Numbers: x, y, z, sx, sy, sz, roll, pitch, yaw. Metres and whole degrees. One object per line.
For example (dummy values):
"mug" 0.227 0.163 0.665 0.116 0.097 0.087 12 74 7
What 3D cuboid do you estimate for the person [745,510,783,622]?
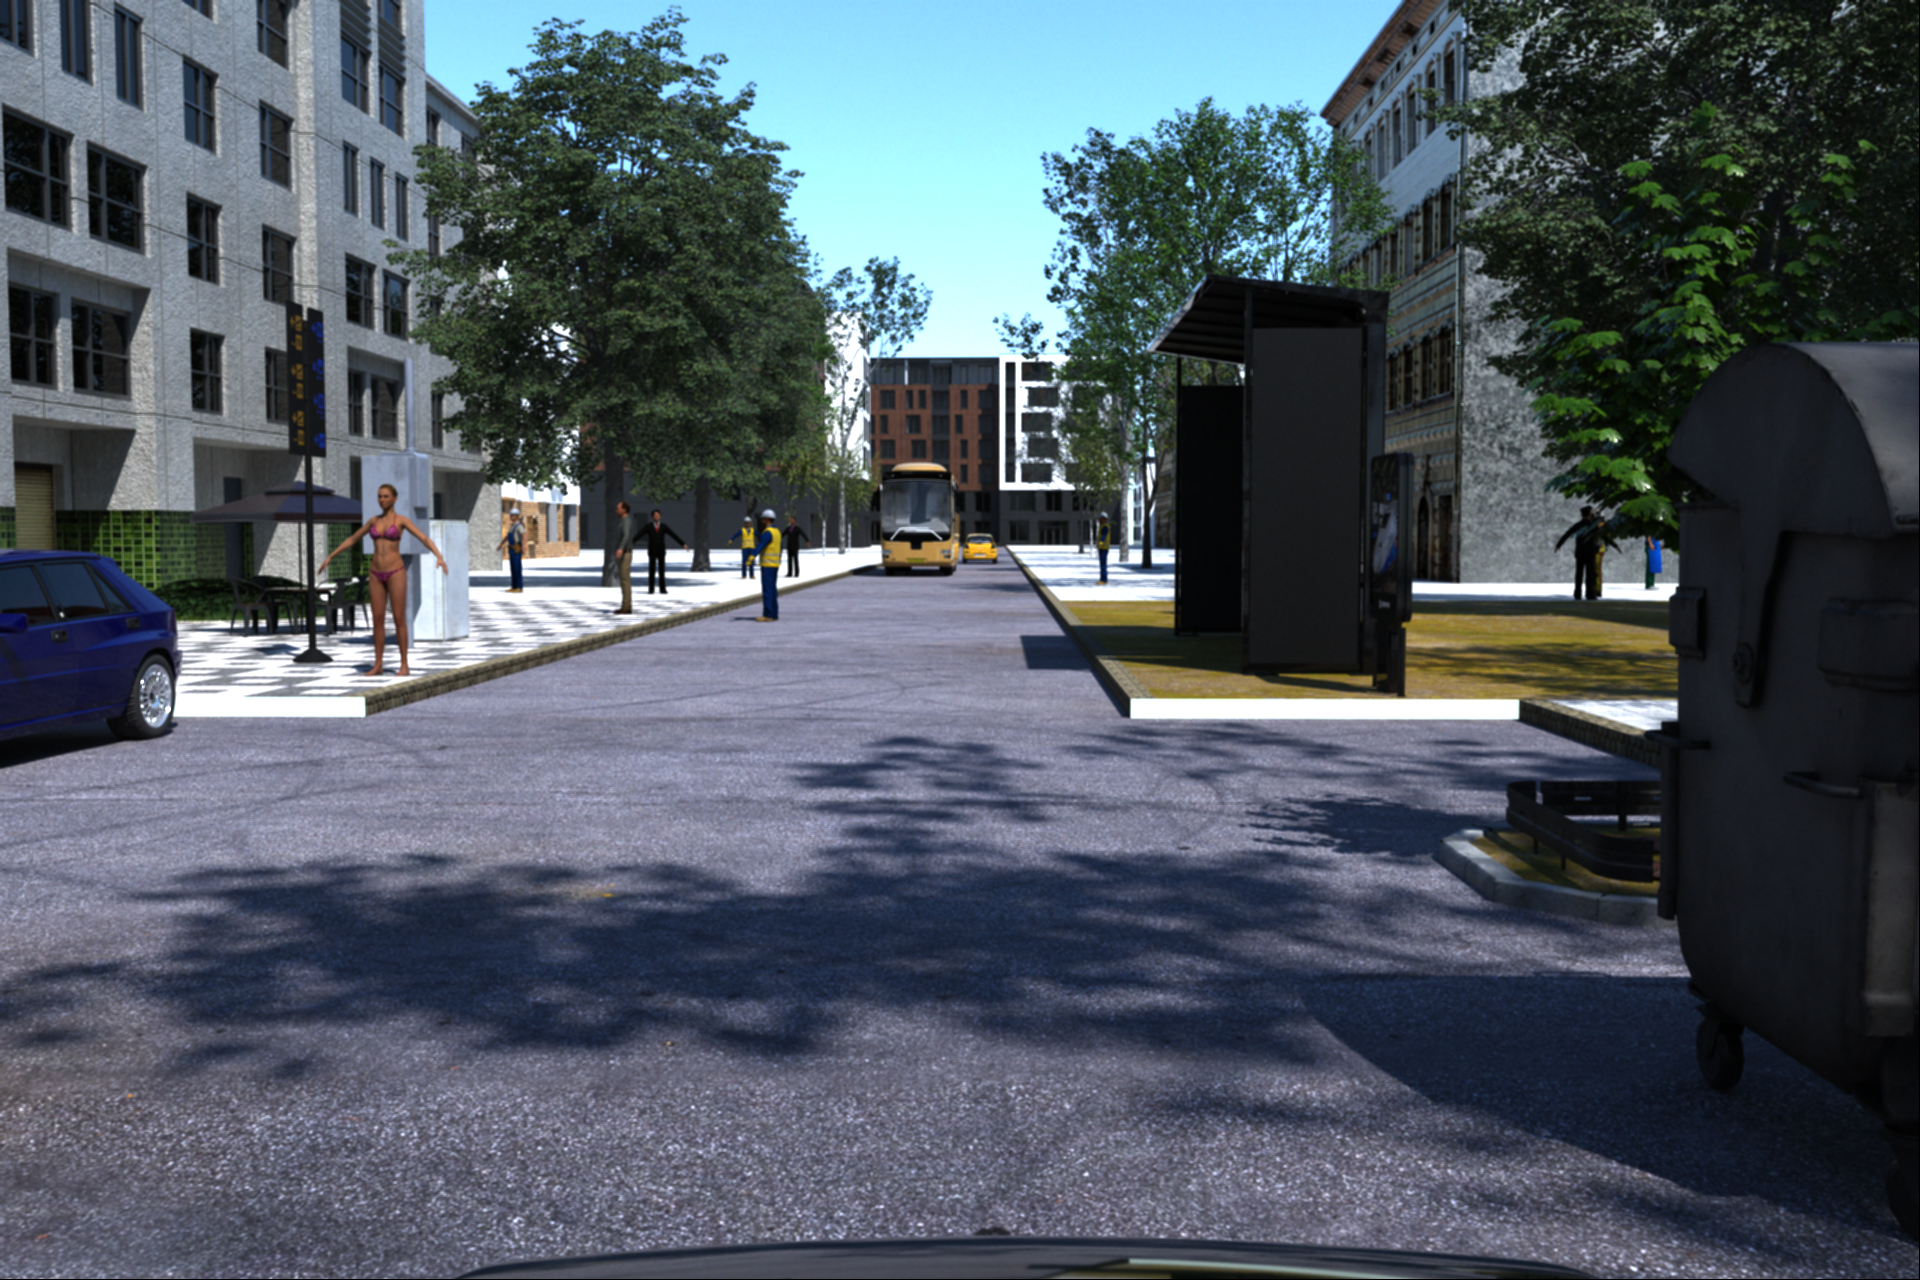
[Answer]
"person" -3.166 -1.226 28.469 0.705 1.833 1.349 1 4 16

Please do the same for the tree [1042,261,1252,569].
"tree" 7.100 -8.460 64.078 9.928 11.665 9.643 0 3 0

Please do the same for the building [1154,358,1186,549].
"building" 28.192 -20.165 160.626 19.493 23.208 18.063 0 4 2

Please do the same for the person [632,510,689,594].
"person" -6.493 -1.892 37.117 1.347 1.806 0.705 -1 4 -20

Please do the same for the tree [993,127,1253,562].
"tree" 7.890 -13.676 79.494 12.611 20.169 13.585 0 3 0

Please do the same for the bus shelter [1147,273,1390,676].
"bus shelter" 3.144 -1.679 18.742 1.731 3.624 6.357 0 4 1

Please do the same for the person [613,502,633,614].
"person" -5.422 -1.320 27.846 0.705 1.796 1.348 -1 4 -12

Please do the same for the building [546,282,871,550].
"building" -22.836 -19.100 156.262 27.936 21.610 32.646 0 4 0

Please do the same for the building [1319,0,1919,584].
"building" 22.375 -13.585 53.052 19.493 23.208 18.063 0 4 2

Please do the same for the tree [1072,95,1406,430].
"tree" 6.442 -7.004 40.266 9.928 11.665 9.643 0 3 0

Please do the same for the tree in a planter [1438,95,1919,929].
"tree in a planter" 3.083 -0.604 7.097 1.991 3.239 1.994 0 4 2

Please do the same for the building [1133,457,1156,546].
"building" 24.142 -15.000 187.395 9.099 9.664 28.070 0 4 2

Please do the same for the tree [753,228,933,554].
"tree" -8.799 -15.479 108.965 12.611 20.169 13.585 0 3 0

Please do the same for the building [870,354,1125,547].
"building" 2.870 -22.184 209.138 32.646 21.610 27.936 0 4 2

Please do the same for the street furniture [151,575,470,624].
"street furniture" -11.349 -0.870 29.846 5.734 0.657 10.072 -1 4 -18

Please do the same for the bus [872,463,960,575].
"bus" -1.369 -4.399 63.473 2.896 3.916 12.252 0 4 1

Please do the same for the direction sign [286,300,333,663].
"direction sign" -6.508 -1.548 17.311 0.379 3.537 0.876 0 4 1

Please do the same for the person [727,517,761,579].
"person" -6.057 -2.636 49.562 1.216 1.772 0.721 -1 4 -18

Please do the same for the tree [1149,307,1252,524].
"tree" 7.472 -6.284 53.108 4.737 8.622 4.395 0 3 0

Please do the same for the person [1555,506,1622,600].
"person" 12.200 -1.702 33.760 1.347 1.837 0.705 3 5 44

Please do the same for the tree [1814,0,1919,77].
"tree" 9.668 -4.681 10.943 7.601 10.594 8.767 -2 4 -34

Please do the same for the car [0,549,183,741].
"car" -6.512 0.106 10.846 1.945 1.354 3.894 0 4 2

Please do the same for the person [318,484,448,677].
"person" -5.193 -0.540 15.629 1.217 1.733 0.721 0 4 7

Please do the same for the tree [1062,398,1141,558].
"tree" 7.554 -8.659 91.939 4.737 8.622 4.395 0 3 0

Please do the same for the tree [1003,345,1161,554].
"tree" 7.938 -12.298 111.441 12.009 13.543 11.850 0 3 0

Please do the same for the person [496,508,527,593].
"person" -9.787 -1.968 38.037 0.705 1.847 1.347 -3 5 -39

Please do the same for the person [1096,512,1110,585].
"person" 3.602 -2.325 43.986 0.705 1.833 1.349 0 4 4

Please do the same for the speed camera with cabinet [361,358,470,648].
"speed camera with cabinet" -6.373 -1.589 20.316 0.660 3.252 2.038 0 4 2

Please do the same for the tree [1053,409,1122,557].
"tree" 7.511 -9.010 97.678 4.360 8.622 3.978 0 3 0

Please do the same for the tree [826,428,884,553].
"tree" -7.421 -10.360 119.746 4.737 8.622 4.395 0 3 0

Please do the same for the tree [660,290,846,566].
"tree" -8.351 -8.781 69.325 9.928 11.665 9.643 0 3 0

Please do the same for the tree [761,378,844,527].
"tree" -7.499 -7.847 78.654 4.737 8.622 4.395 0 3 0

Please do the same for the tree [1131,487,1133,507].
"tree" 22.502 -15.692 206.921 4.737 8.622 4.395 0 3 0

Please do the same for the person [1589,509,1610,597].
"person" 12.939 -1.806 35.296 0.705 1.858 1.354 1 4 11

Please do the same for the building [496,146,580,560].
"building" -26.892 -14.037 85.930 16.016 20.090 11.380 0 4 1

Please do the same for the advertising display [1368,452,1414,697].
"advertising display" 3.485 -0.540 14.035 0.123 1.923 0.974 0 4 0

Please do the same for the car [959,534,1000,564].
"car" 0.961 -4.535 84.379 2.015 1.641 3.980 0 4 0

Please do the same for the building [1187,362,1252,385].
"building" 24.253 -17.723 146.184 16.016 20.090 11.380 0 4 1

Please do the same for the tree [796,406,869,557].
"tree" -7.840 -8.965 96.944 4.360 8.622 3.978 0 3 0

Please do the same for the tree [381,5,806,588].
"tree" -8.452 -8.247 41.492 9.857 13.997 8.962 0 3 0

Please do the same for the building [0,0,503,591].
"building" -24.558 -10.858 43.986 16.747 18.905 31.486 0 4 1

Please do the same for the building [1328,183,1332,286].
"building" 24.366 -14.269 89.725 16.016 20.090 11.380 0 4 1

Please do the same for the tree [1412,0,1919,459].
"tree" 12.210 -7.328 26.464 9.857 13.997 8.962 0 3 0

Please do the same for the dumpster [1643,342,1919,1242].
"dumpster" 2.666 0.262 3.930 1.865 1.857 1.264 0 4 1

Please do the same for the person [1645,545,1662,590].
"person" 15.958 -2.063 39.863 0.704 1.817 1.347 2 4 30

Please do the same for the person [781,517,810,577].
"person" -4.982 -2.766 51.453 1.346 1.802 0.704 2 4 28

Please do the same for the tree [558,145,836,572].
"tree" -8.758 -9.275 58.302 9.857 13.997 8.962 0 3 0
